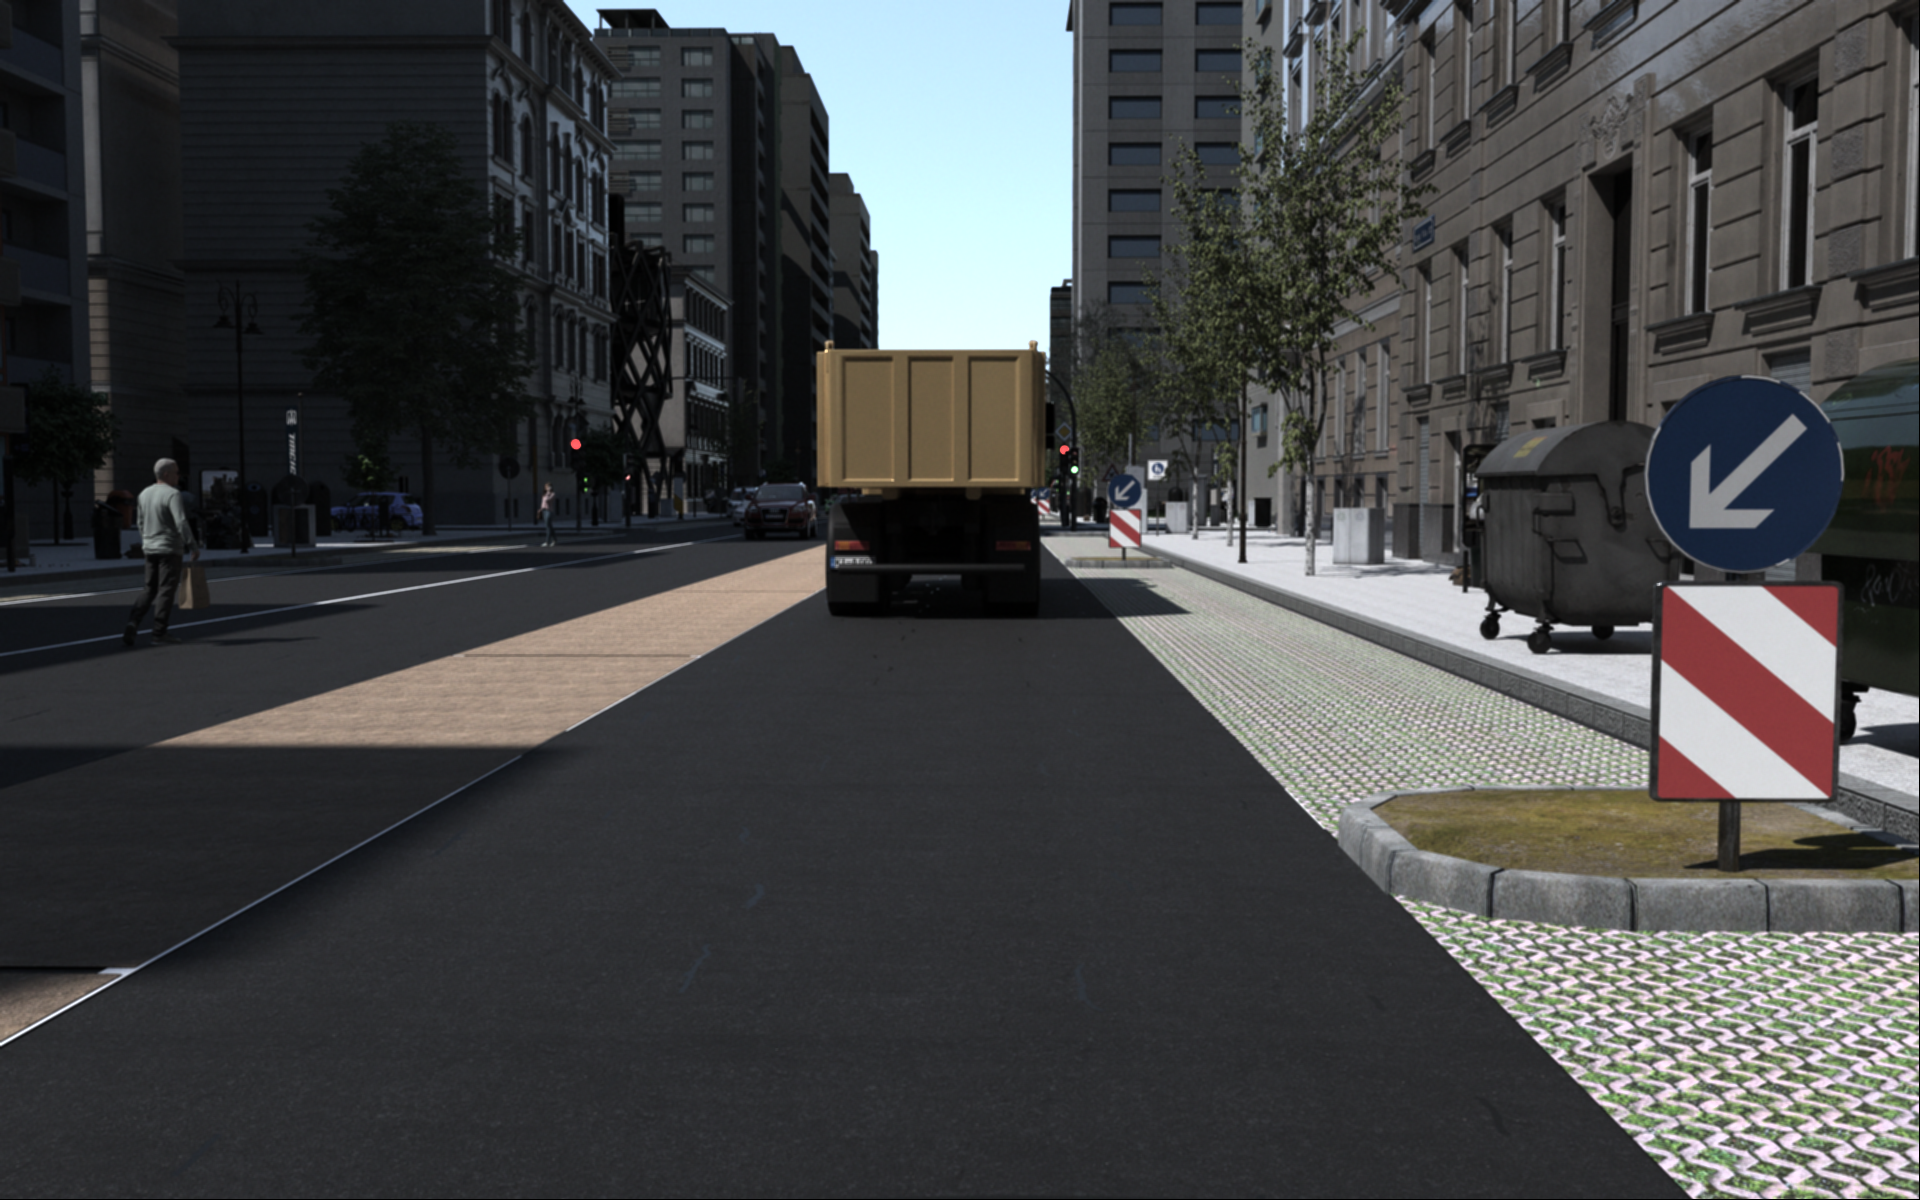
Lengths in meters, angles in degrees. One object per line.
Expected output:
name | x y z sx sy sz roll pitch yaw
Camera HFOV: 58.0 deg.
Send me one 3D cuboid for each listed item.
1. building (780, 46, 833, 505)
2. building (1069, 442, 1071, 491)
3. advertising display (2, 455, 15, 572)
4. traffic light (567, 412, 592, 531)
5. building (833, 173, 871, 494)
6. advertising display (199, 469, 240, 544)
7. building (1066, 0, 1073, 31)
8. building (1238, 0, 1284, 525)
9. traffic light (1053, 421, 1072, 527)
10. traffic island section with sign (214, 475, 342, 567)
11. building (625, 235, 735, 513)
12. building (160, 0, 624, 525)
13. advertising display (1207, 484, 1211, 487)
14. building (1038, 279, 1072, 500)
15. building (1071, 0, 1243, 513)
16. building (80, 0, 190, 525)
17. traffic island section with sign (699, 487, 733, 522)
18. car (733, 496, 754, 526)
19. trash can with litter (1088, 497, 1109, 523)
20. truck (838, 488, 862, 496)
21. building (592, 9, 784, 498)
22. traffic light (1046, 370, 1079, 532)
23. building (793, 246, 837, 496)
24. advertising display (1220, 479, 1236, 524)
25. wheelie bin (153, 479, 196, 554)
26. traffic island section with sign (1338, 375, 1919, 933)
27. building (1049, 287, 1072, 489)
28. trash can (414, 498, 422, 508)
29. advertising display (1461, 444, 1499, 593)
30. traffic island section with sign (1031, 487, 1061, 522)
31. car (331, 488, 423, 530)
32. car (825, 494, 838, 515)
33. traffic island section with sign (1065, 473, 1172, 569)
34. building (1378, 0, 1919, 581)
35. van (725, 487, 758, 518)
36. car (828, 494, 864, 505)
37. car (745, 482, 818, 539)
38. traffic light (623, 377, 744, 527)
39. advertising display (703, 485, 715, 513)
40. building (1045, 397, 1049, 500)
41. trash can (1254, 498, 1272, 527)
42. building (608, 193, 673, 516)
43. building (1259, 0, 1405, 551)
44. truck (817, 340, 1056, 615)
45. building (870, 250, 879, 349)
building | -26.083 -34.765 192.107 21.300 48.544 21.600 0 4 1
building | 24.467 -54.126 197.629 22.319 86.520 31.000 0 4 1
advertising display | -15.788 -1.440 28.765 0.123 1.923 0.974 -2 4 -30
traffic light | -13.054 -4.306 59.318 0.839 4.253 0.868 0 4 1
building | -24.998 -39.164 264.026 21.300 48.544 21.600 0 4 1
advertising display | -19.141 -2.422 44.811 0.974 1.923 0.123 -3 4 -39
building | 25.157 -35.450 168.841 28.713 52.752 27.495 0 4 1
building | 23.775 -27.743 77.305 21.600 48.544 21.300 0 4 1
traffic light | 4.012 -4.775 66.985 0.839 4.253 0.868 0 4 1
traffic island section with sign | -13.575 -1.598 34.757 1.989 1.847 2.006 0 4 1
building | -23.038 -15.997 126.172 10.561 19.102 19.286 0 4 1
building | -25.047 -17.983 81.413 14.401 28.519 23.554 0 4 1
advertising display | 15.576 -6.340 108.871 0.123 1.923 0.974 2 4 28
building | 29.081 -36.522 289.007 32.217 40.220 23.993 0 4 1
building | 18.738 -35.768 126.813 21.231 58.520 28.212 0 4 1
building | -44.173 -17.771 76.464 20.117 28.700 13.634 0 4 1
traffic island section with sign | -12.486 -4.998 90.337 1.989 1.847 2.006 0 4 1
car | -9.026 -4.023 78.134 2.083 1.381 4.827 0 4 3
trash can with litter | 6.311 -3.955 76.059 0.624 1.170 1.055 3 5 43
truck | -4.978 -6.305 91.993 2.839 4.237 11.283 0 3 0
building | -23.118 -28.482 149.276 14.154 41.232 14.086 0 4 1
traffic light | 1.761 -5.152 58.902 4.771 5.953 1.251 0 4 1
building | -30.459 -33.620 241.565 32.217 40.220 23.993 0 4 1
advertising display | 11.629 -4.274 75.093 0.123 1.923 0.974 -2 4 -27
wheelie bin | -16.777 -1.771 36.864 0.980 1.594 0.693 -1 4 -11
traffic island section with sign | 2.530 0.126 6.572 1.989 1.847 2.006 0 4 1
building | 19.408 -28.703 241.002 14.160 30.474 14.107 0 4 1
trash can | -21.594 -3.467 68.334 0.748 1.137 0.748 0 3 0
advertising display | 7.006 -1.054 22.452 0.974 1.923 0.123 0 4 7
traffic island section with sign | 4.155 -4.902 88.771 1.989 1.847 2.006 0 4 1
car | -21.595 -3.288 63.356 3.694 1.707 1.945 0 4 1
car | -8.354 -6.706 121.447 2.131 1.459 4.920 0 4 2
traffic island section with sign | 3.073 -1.556 34.065 1.989 1.847 2.006 0 4 1
building | 14.210 -13.762 22.275 12.463 27.353 25.104 0 4 1
van | -12.136 -5.548 97.713 2.013 2.044 4.112 0 4 1
car | -4.966 -4.149 79.631 2.131 1.459 4.920 0 4 1
car | -5.783 -2.915 56.328 2.281 1.827 5.304 0 4 -1
traffic light | -10.803 -5.665 67.295 4.771 5.953 1.251 0 4 1
advertising display | -17.462 -7.061 120.659 0.123 1.923 0.974 3 5 40
building | 26.968 -25.539 262.594 27.650 21.520 28.899 0 4 1
trash can | 11.653 -3.365 66.669 0.748 1.137 0.748 0 3 0
building | -25.742 -14.353 102.128 16.820 18.784 16.811 0 4 1
building | 16.134 -15.836 44.821 13.634 28.700 20.117 0 4 1
truck | -0.257 -1.722 24.078 3.469 3.379 9.791 0 4 1
building | -20.693 -36.624 282.388 14.154 41.232 14.086 0 4 1
